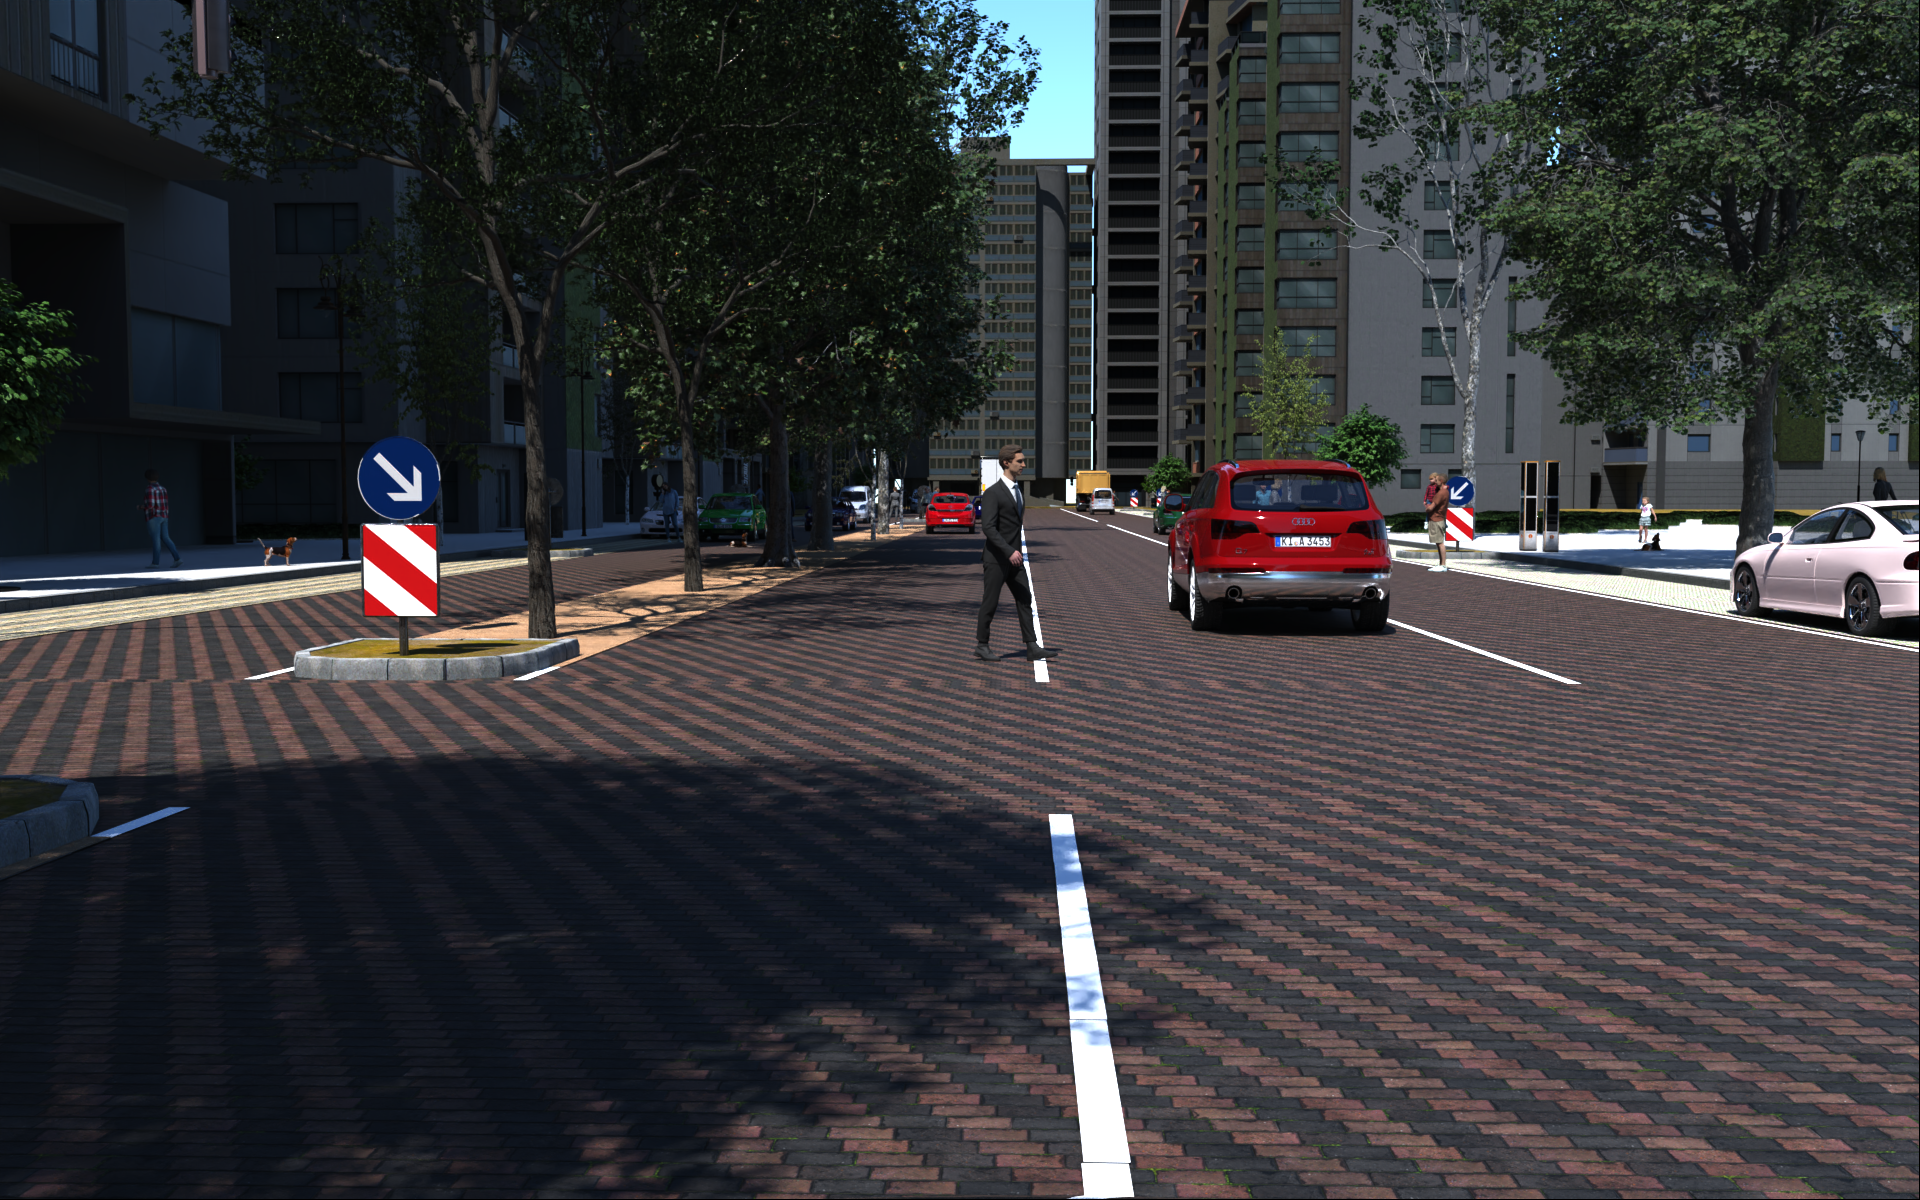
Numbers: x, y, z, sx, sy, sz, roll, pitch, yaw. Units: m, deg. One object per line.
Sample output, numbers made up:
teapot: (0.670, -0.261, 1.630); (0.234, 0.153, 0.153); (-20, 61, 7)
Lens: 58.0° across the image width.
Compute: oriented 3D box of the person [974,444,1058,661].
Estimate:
person: (0.458, -0.399, 14.797); (0.755, 1.850, 0.659); (2, 4, 34)

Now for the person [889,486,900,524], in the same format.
person: (-3.136, -4.481, 82.034); (0.520, 1.790, 0.573); (-2, 4, -27)

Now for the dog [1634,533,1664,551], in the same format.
dog: (15.592, -1.313, 39.208); (0.748, 0.427, 0.550); (1, 4, 12)

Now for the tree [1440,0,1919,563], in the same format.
tree: (13.377, -7.481, 28.976); (9.857, 13.997, 8.962); (0, 3, 0)

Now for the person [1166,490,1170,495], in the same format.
person: (18.153, -8.785, 150.482); (0.445, 1.727, 0.742); (-2, 4, -24)

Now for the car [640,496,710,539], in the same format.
car: (-9.202, -2.714, 56.743); (2.083, 1.381, 4.827); (0, 4, 2)

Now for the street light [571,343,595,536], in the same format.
street light: (-11.434, -4.875, 52.501); (0.468, 5.910, 1.993); (0, 4, 2)

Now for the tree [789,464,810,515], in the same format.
tree: (-10.289, -6.863, 106.808); (1.663, 3.219, 1.824); (0, 3, 0)

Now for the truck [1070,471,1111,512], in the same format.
truck: (10.879, -8.968, 142.545); (3.469, 3.379, 9.791); (0, 4, 3)

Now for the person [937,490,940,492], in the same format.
person: (-1.109, -5.107, 92.789); (0.721, 1.735, 1.217); (1, 4, 21)

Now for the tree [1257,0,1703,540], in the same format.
tree: (15.031, -11.843, 49.523); (12.611, 20.169, 13.585); (0, 3, 0)

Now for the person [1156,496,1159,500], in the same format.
person: (16.351, -8.092, 141.570); (0.599, 1.433, 0.991); (-3, 5, -39)

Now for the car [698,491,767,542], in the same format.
car: (-7.036, -2.744, 53.654); (1.959, 1.807, 4.718); (0, 3, 0)

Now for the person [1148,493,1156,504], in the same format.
person: (18.530, -9.711, 165.543); (1.217, 1.735, 0.721); (1, 4, 18)

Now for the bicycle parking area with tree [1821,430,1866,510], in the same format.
bicycle parking area with tree: (43.077, -5.534, 77.490); (8.231, 4.147, 9.016); (2, 4, 28)

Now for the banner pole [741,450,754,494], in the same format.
banner pole: (-10.304, -5.775, 84.443); (0.863, 3.779, 0.401); (-2, 4, -34)

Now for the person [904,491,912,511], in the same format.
person: (-4.366, -8.452, 147.410); (1.217, 1.735, 0.721); (1, 4, 21)

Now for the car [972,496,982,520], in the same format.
car: (1.260, -4.412, 84.714); (1.945, 1.354, 3.894); (0, 3, 0)

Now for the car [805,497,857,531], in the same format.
car: (-5.101, -3.417, 68.453); (1.945, 1.354, 3.894); (0, 4, 3)

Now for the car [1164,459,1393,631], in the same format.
car: (3.513, -0.674, 19.696); (2.281, 1.827, 5.304); (0, 4, 3)

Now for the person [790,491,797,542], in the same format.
person: (-5.219, -2.647, 51.969); (0.721, 1.800, 0.419); (-1, 4, -15)

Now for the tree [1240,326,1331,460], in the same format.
tree: (14.305, -7.635, 75.189); (4.737, 8.622, 4.395); (0, 3, 0)

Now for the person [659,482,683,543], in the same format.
person: (-8.529, -2.591, 51.128); (0.793, 1.790, 0.793); (-2, 4, -27)

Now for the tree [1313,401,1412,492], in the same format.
tree: (14.288, -4.725, 60.971); (4.285, 4.588, 4.351); (0, 3, 0)

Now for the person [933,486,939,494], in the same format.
person: (-1.224, -4.794, 86.898); (0.654, 1.822, 0.581); (-1, 4, -19)

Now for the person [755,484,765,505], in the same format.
person: (-11.119, -5.486, 95.721); (0.705, 1.826, 1.348); (2, 4, 29)

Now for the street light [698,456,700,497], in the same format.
street light: (-10.798, -6.040, 71.545); (0.468, 5.910, 1.993); (0, 4, 2)

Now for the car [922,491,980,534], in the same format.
car: (-0.331, -3.336, 63.589); (2.155, 1.783, 4.494); (0, 4, 0)

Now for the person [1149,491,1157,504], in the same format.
person: (17.335, -9.072, 155.163); (0.721, 1.735, 1.217); (-3, 5, -39)

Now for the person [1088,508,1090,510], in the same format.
person: (11.718, -8.968, 155.653); (0.617, 1.759, 0.750); (0, 4, -6)

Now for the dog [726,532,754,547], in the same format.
dog: (-5.943, -1.622, 46.713); (0.550, 0.427, 0.748); (-3, 5, -40)

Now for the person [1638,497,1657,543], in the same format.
person: (18.059, -2.106, 45.489); (0.505, 1.210, 0.382); (3, 5, 41)

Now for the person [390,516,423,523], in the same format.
person: (-12.862, -2.073, 40.286); (0.624, 1.780, 0.694); (3, 4, 36)

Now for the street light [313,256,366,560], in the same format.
street light: (-12.042, -3.730, 33.775); (0.468, 5.910, 1.993); (0, 4, 2)

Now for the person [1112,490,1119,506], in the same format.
person: (12.207, -7.789, 136.641); (0.721, 1.735, 1.217); (2, 4, 31)

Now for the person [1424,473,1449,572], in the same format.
person: (8.845, -1.444, 32.076); (0.573, 1.828, 0.580); (-2, 4, -32)

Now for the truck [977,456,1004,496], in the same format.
truck: (2.750, -8.802, 132.833); (2.839, 4.237, 11.283); (0, 4, 1)

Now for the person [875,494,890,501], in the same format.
person: (-5.910, -7.399, 129.549); (1.350, 1.814, 0.705); (0, 4, -2)

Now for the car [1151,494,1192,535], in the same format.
car: (7.946, -3.079, 62.147); (2.131, 1.459, 4.920); (0, 4, 3)

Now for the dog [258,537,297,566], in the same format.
dog: (-12.184, -0.863, 30.944); (0.406, 0.507, 0.540); (2, 4, 28)

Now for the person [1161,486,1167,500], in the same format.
person: (9.138, -4.182, 77.064); (0.526, 1.800, 0.537); (1, 4, 16)

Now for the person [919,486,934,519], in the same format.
person: (-1.424, -4.036, 74.982); (0.782, 1.767, 0.515); (1, 4, 22)

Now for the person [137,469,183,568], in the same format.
person: (-13.843, -1.409, 29.921); (0.643, 1.720, 0.563); (0, 4, 7)

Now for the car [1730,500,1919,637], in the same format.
car: (9.954, -0.381, 18.593); (2.083, 1.381, 4.827); (0, 4, 2)

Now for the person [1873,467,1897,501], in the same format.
person: (18.119, -1.658, 33.368); (1.509, 1.804, 0.699); (0, 3, 0)

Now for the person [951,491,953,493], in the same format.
person: (-0.784, -9.441, 163.679); (1.217, 1.723, 0.721); (-1, 4, -14)
